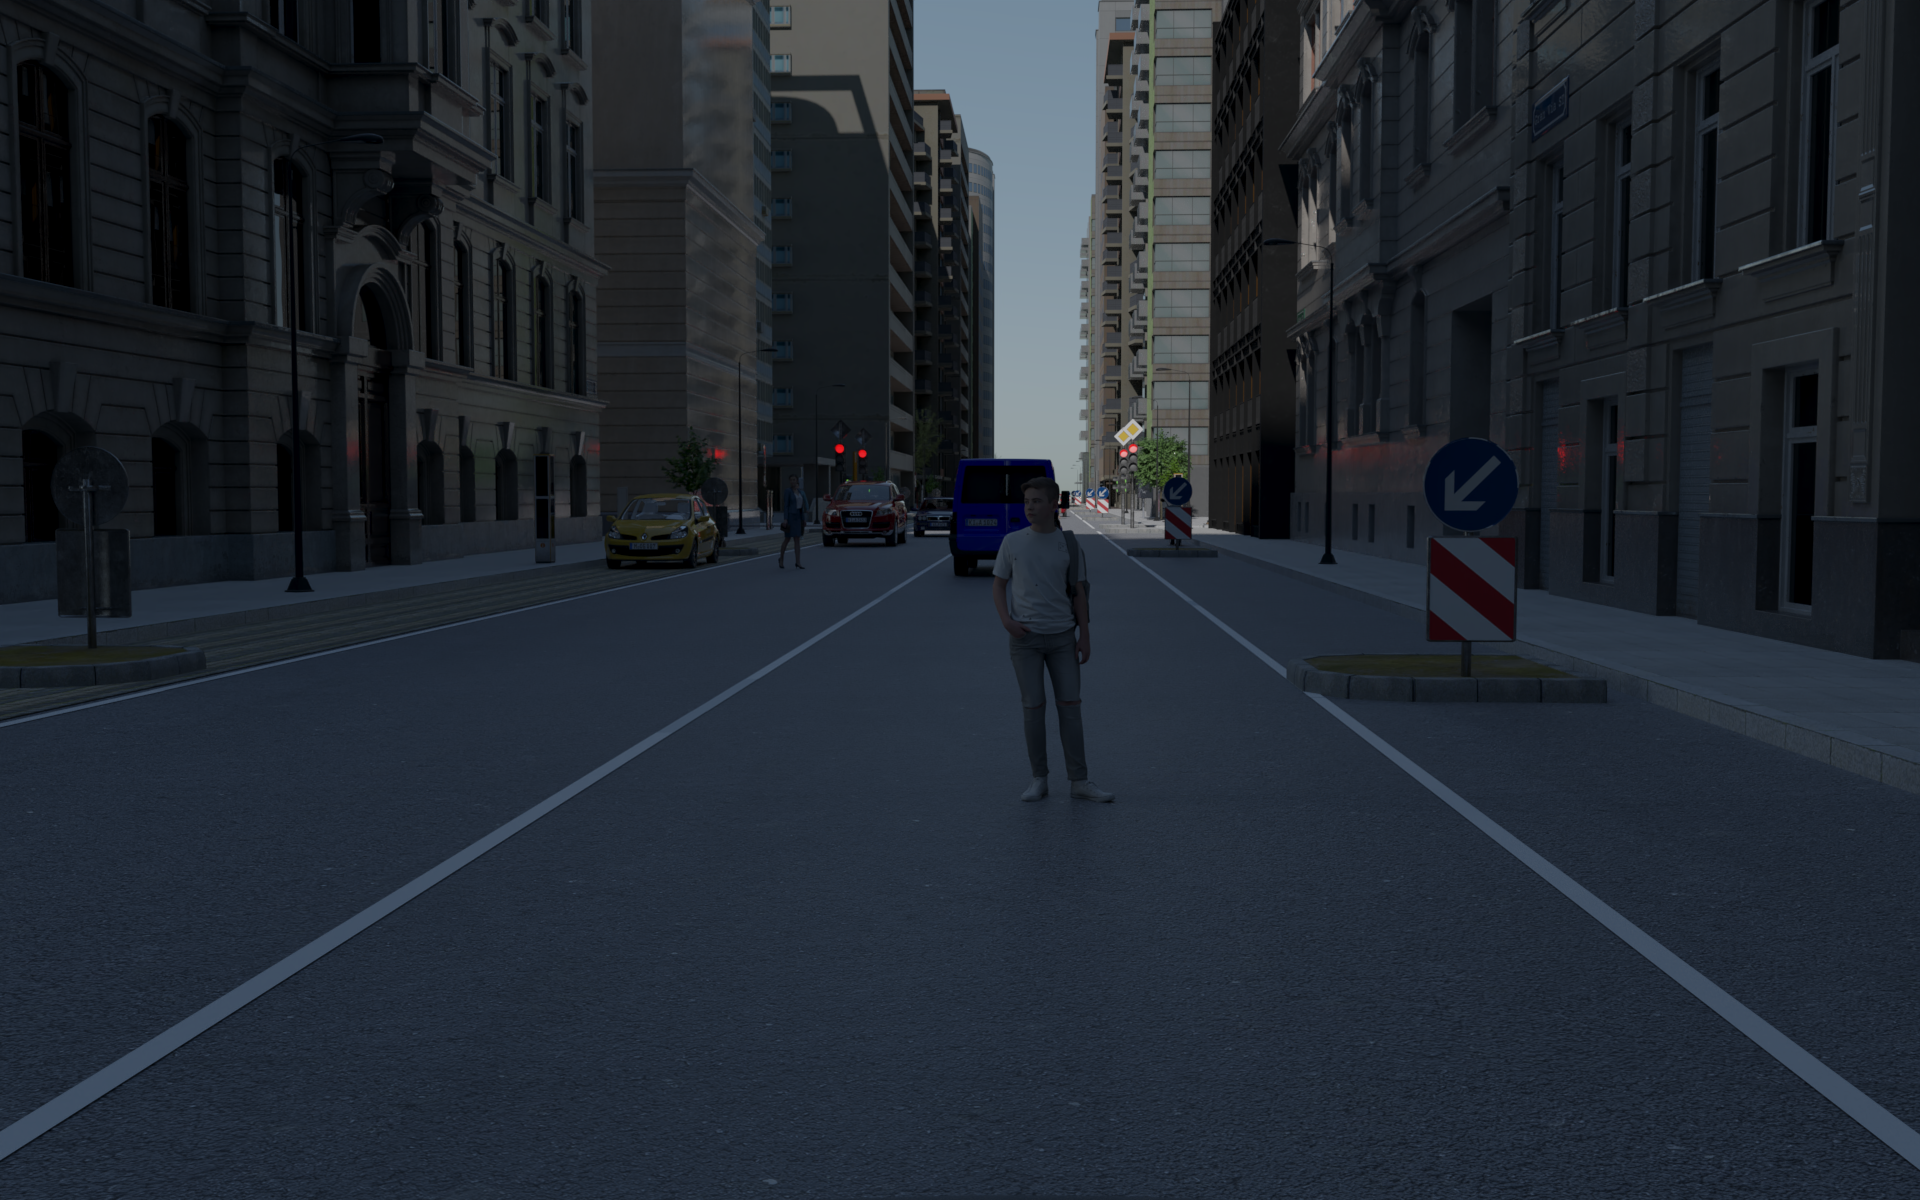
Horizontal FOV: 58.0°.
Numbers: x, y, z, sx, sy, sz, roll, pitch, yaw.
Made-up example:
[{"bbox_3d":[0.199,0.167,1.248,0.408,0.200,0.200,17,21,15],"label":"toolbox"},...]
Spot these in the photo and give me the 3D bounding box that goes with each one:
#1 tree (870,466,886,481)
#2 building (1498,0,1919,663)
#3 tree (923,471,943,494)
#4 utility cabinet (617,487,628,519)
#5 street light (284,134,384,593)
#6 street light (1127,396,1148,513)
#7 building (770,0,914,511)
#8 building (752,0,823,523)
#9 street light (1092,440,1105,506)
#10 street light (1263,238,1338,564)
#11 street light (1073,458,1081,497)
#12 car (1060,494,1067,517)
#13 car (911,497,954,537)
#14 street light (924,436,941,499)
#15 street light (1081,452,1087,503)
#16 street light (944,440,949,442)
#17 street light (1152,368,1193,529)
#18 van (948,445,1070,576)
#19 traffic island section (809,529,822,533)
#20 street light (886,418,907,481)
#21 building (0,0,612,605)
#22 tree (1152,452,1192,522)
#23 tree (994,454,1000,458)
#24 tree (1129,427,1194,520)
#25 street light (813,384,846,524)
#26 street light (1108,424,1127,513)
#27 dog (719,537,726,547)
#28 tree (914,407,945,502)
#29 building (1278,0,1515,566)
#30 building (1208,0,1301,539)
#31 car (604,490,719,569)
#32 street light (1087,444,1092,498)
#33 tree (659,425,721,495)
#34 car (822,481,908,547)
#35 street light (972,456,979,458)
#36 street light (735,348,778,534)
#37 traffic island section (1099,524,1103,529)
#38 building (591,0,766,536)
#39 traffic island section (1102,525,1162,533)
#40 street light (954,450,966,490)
[{"bbox_3d":[-5.040,-7.020,109.377,1.663,3.219,1.824,0,3,0],"label":"tree"},{"bbox_3d":[12.664,-13.100,11.451,12.463,27.353,25.104,0,4,3],"label":"building"},{"bbox_3d":[-2.363,-9.317,146.932,1.663,3.219,1.824,0,3,0],"label":"tree"},{"bbox_3d":[-9.916,-2.579,50.842,0.318,1.500,1.173,-1,4,-10],"label":"utility cabinet"},{"bbox_3d":[-8.125,-3.056,22.509,1.470,5.913,1.316,0,4,3],"label":"street light"},{"bbox_3d":[8.829,-6.713,82.305,1.470,5.913,1.316,0,4,3],"label":"street light"},{"bbox_3d":[-14.641,-30.409,120.882,21.300,48.544,21.600,0,4,3],"label":"building"},{"bbox_3d":[-22.414,-24.042,84.975,32.217,40.220,23.993,0,4,3],"label":"building"},{"bbox_3d":[12.225,-10.708,147.619,1.470,5.913,1.316,0,4,3],"label":"street light"},{"bbox_3d":[6.209,-3.613,31.610,1.470,5.913,1.316,0,4,3],"label":"street light"},{"bbox_3d":[16.909,-16.508,242.450,1.470,5.913,1.316,0,4,3],"label":"street light"},{"bbox_3d":[5.824,-6.117,109.048,2.155,1.783,4.494,0,4,4],"label":"car"},{"bbox_3d":[-0.664,-2.848,59.139,1.945,1.354,3.894,0,4,2],"label":"car"},{"bbox_3d":[-2.266,-10.111,137.857,1.470,5.913,1.316,0,4,3],"label":"street light"},{"bbox_3d":[14.442,-13.423,192.014,1.470,5.913,1.316,0,4,3],"label":"street light"},{"bbox_3d":[-1.647,-10.830,149.611,1.470,5.913,1.316,0,4,3],"label":"street light"},{"bbox_3d":[7.877,-5.574,63.674,1.470,5.913,1.316,0,4,3],"label":"street light"},{"bbox_3d":[0.917,-1.693,32.070,2.240,2.365,5.245,0,4,3],"label":"van"},{"bbox_3d":[-4.513,-2.634,65.349,2.009,0.180,2.903,0,4,3],"label":"traffic island section"},{"bbox_3d":[-3.927,-8.115,105.220,1.470,5.913,1.316,0,4,3],"label":"street light"},{"bbox_3d":[-15.723,-12.882,29.699,14.460,24.649,34.723,0,4,3],"label":"building"},{"bbox_3d":[9.793,-5.144,78.699,1.663,3.219,1.824,0,3,0],"label":"tree"},{"bbox_3d":[5.828,-21.874,307.999,4.360,8.622,3.978,0,3,0],"label":"tree"},{"bbox_3d":[10.562,-6.531,90.489,4.285,4.588,4.351,0,3,0],"label":"tree"},{"bbox_3d":[-5.517,-6.154,73.152,1.470,5.913,1.316,0,4,3],"label":"street light"},{"bbox_3d":[10.518,-8.699,114.776,1.470,5.913,1.316,0,4,3],"label":"street light"},{"bbox_3d":[-6.079,-1.693,44.516,0.513,0.831,0.800,2,4,34],"label":"dog"},{"bbox_3d":[-3.320,-11.783,143.011,4.737,8.622,4.395,0,3,0],"label":"tree"},{"bbox_3d":[14.792,-15.190,35.745,14.401,28.519,23.554,0,4,3],"label":"building"},{"bbox_3d":[15.023,-13.834,55.867,12.332,23.373,15.834,0,4,3],"label":"building"},{"bbox_3d":[-5.878,-1.475,34.347,2.015,1.641,3.980,0,4,1],"label":"car"},{"bbox_3d":[12.700,-11.412,159.123,1.470,5.913,1.316,0,4,3],"label":"street light"},{"bbox_3d":[-7.608,-3.300,48.550,1.663,3.219,1.824,0,3,0],"label":"tree"},{"bbox_3d":[-2.644,-2.462,48.928,2.281,1.827,5.304,0,4,3],"label":"car"},{"bbox_3d":[1.719,-14.760,213.866,1.470,5.913,1.316,0,4,3],"label":"street light"},{"bbox_3d":[-6.481,-5.059,55.250,1.470,5.913,1.316,0,4,3],"label":"street light"},{"bbox_3d":[6.870,-3.088,72.761,2.009,0.180,2.903,0,4,3],"label":"traffic island section"},{"bbox_3d":[-17.527,-16.669,58.448,20.117,28.700,13.634,0,4,3],"label":"building"},{"bbox_3d":[6.464,-2.600,64.787,2.009,0.180,2.903,0,4,3],"label":"traffic island section"},{"bbox_3d":[-0.077,-12.796,181.754,1.470,5.913,1.316,0,4,3],"label":"street light"}]
